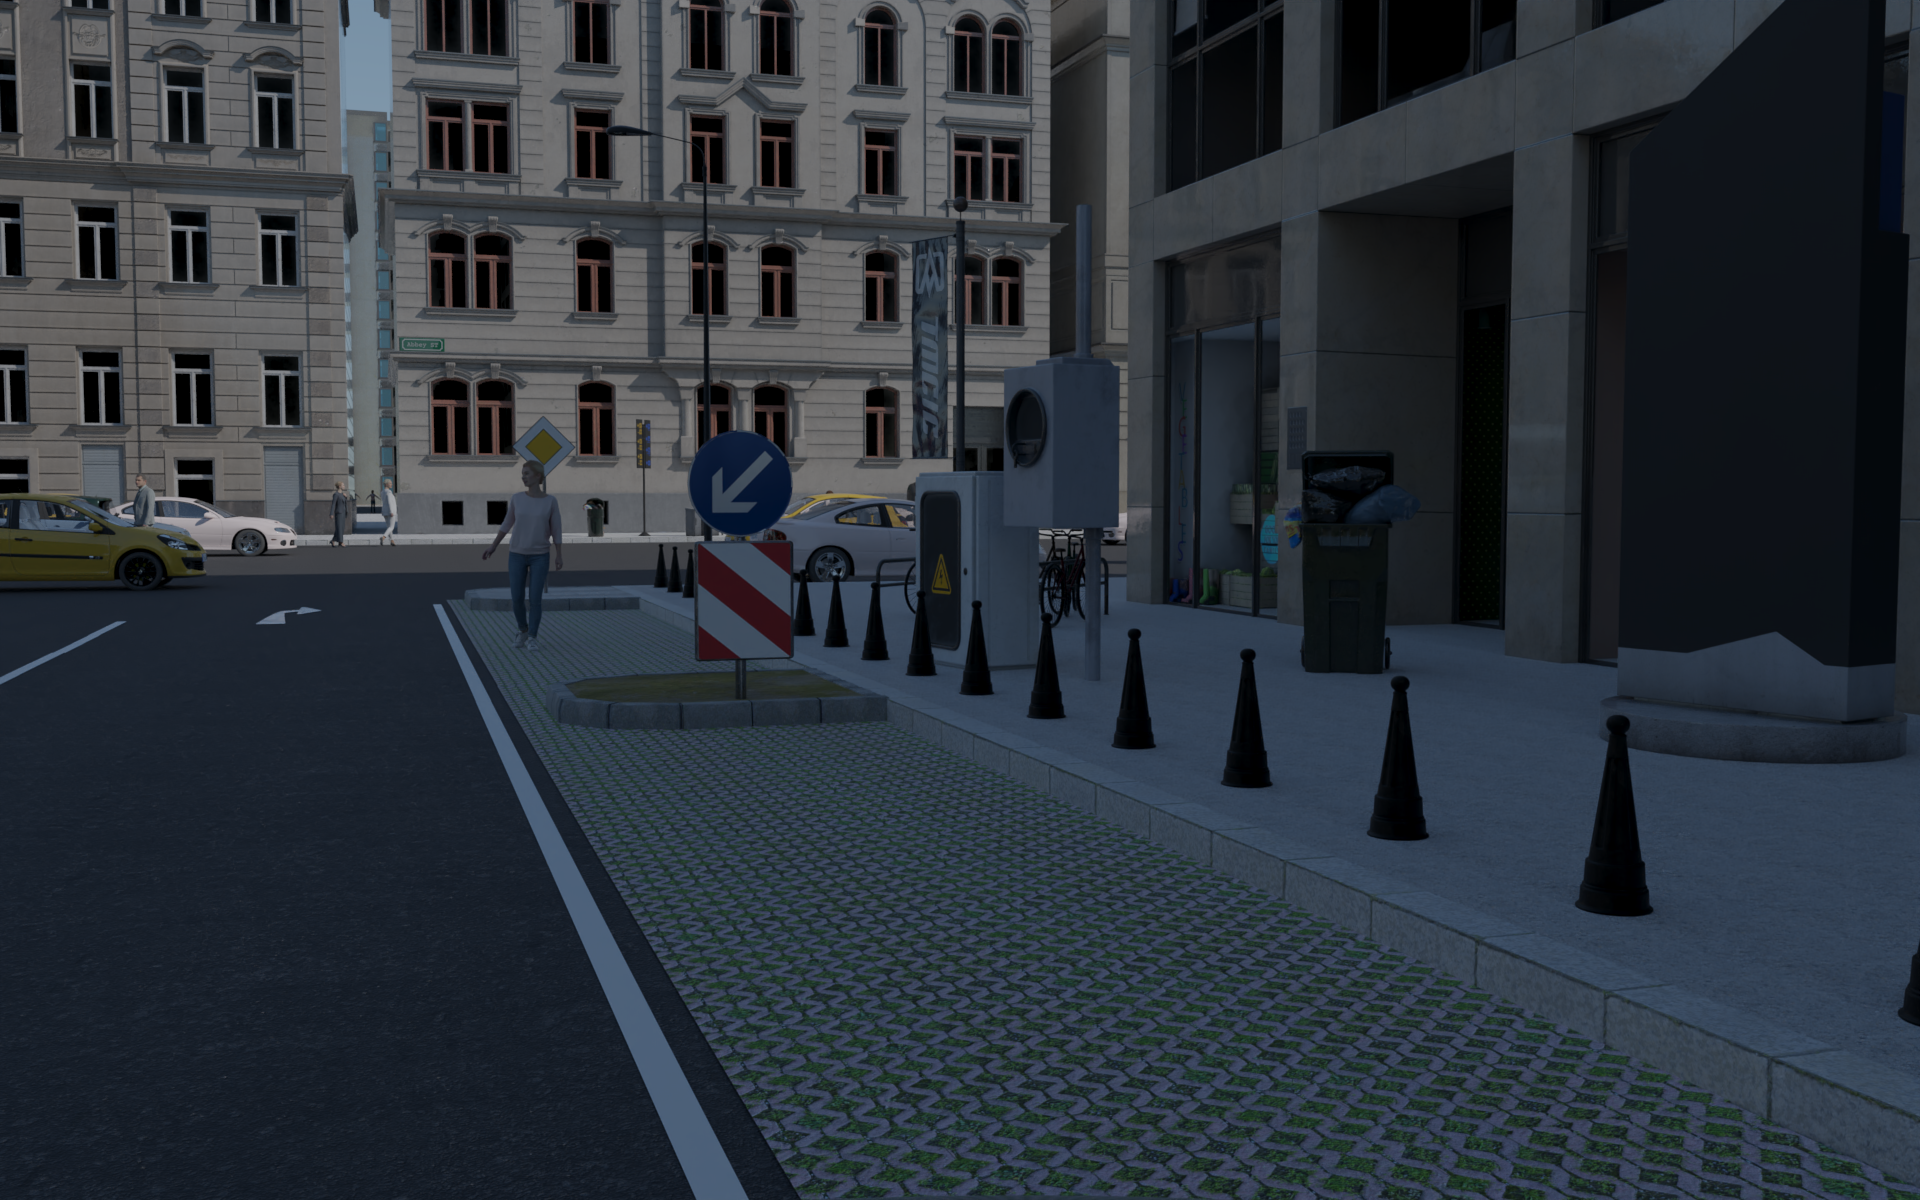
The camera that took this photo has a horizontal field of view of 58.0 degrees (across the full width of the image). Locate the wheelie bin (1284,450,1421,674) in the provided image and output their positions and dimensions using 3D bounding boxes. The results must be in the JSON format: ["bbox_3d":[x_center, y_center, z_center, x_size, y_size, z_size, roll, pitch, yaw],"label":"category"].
[{"bbox_3d":[2.826,-0.283,12.542,0.980,1.594,0.693,1,4,15],"label":"wheelie bin"}]

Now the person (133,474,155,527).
[{"bbox_3d":[-15.197,-1.446,32.244,0.635,1.810,0.391,2,4,35],"label":"person"}]

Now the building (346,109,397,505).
[{"bbox_3d":[-83.061,-36.187,211.269,30.456,49.044,23.786,-1,4,-18],"label":"building"}]

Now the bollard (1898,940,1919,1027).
[{"bbox_3d":[2.413,0.724,4.198,0.229,0.601,0.229,0,3,0],"label":"bollard"}]

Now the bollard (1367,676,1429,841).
[{"bbox_3d":[1.647,0.584,6.495,0.229,0.601,0.229,0,3,0],"label":"bollard"}]

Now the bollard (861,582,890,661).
[{"bbox_3d":[-0.657,0.160,13.421,0.229,0.601,0.229,0,3,0],"label":"bollard"}]

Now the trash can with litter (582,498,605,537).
[{"bbox_3d":[-10.967,-2.482,51.961,0.624,1.170,1.055,0,4,-7],"label":"trash can with litter"}]

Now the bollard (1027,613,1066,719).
[{"bbox_3d":[0.497,0.372,9.953,0.229,0.601,0.229,0,3,0],"label":"bollard"}]

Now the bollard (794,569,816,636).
[{"bbox_3d":[-1.419,0.020,15.714,0.229,0.601,0.229,0,3,0],"label":"bollard"}]

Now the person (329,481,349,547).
[{"bbox_3d":[-16.709,-2.299,46.509,0.534,1.772,0.576,-1,4,-15],"label":"person"}]

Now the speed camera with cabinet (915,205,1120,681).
[{"bbox_3d":[0.364,-1.110,12.480,0.660,3.252,2.038,-2,4,-28],"label":"speed camera with cabinet"}]

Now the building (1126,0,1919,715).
[{"bbox_3d":[16.464,-12.377,6.884,19.350,26.468,34.151,-1,4,-18],"label":"building"}]

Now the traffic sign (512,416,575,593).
[{"bbox_3d":[-5.368,-1.146,22.375,0.795,2.450,0.064,-1,4,-18],"label":"traffic sign"}]

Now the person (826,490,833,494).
[{"bbox_3d":[-3.393,-2.045,44.399,0.387,1.526,0.523,2,4,29],"label":"person"}]

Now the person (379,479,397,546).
[{"bbox_3d":[-15.609,-2.372,47.167,0.514,1.842,0.818,1,4,23],"label":"person"}]

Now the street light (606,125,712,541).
[{"bbox_3d":[-3.781,-3.034,22.155,1.470,5.913,1.316,-1,4,-18],"label":"street light"}]

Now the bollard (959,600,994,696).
[{"bbox_3d":[0.107,0.301,11.114,0.229,0.601,0.229,0,3,0],"label":"bollard"}]

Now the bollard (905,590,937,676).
[{"bbox_3d":[-0.274,0.230,12.276,0.229,0.601,0.229,0,3,0],"label":"bollard"}]

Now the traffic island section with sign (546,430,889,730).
[{"bbox_3d":[-1.695,-0.173,11.455,1.989,1.847,2.006,-1,4,-18],"label":"traffic island section with sign"}]

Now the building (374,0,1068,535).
[{"bbox_3d":[-9.208,-16.879,63.365,23.554,28.519,14.401,-1,4,-18],"label":"building"}]

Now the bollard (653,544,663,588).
[{"bbox_3d":[-4.100,-0.473,23.773,0.229,0.601,0.229,0,3,0],"label":"bollard"}]

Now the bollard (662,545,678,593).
[{"bbox_3d":[-3.719,-0.402,22.615,0.229,0.601,0.229,0,3,0],"label":"bollard"}]

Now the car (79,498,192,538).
[{"bbox_3d":[-17.386,-1.329,33.726,4.499,1.417,2.014,-1,4,-17],"label":"car"}]

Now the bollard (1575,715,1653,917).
[{"bbox_3d":[2.026,0.654,5.349,0.229,0.601,0.229,0,3,0],"label":"bollard"}]

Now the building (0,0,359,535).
[{"bbox_3d":[-32.399,-15.772,55.129,25.104,27.353,12.463,-1,4,-18],"label":"building"}]

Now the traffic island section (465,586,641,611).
[{"bbox_3d":[-5.348,-0.011,22.459,2.009,0.180,2.903,-1,4,-18],"label":"traffic island section"}]

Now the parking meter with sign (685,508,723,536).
[{"bbox_3d":[-7.759,-3.473,53.045,0.543,3.016,1.738,2,4,26],"label":"parking meter with sign"}]

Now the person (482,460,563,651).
[{"bbox_3d":[-4.004,-0.410,15.872,0.731,1.740,0.598,-1,4,-10],"label":"person"}]

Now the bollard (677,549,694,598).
[{"bbox_3d":[-3.335,-0.331,21.458,0.229,0.601,0.229,0,3,0],"label":"bollard"}]

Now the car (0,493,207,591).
[{"bbox_3d":[-13.495,-0.966,26.022,3.980,1.641,2.015,-1,4,-17],"label":"car"}]

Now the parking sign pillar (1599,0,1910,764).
[{"bbox_3d":[4.069,-1.245,8.827,1.447,3.967,1.447,-2,4,-32],"label":"parking sign pillar"}]

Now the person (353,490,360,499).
[{"bbox_3d":[-60.355,-10.028,172.461,1.348,1.824,0.705,0,4,-4],"label":"person"}]

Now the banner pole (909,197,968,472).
[{"bbox_3d":[-0.151,-1.520,14.866,0.401,3.779,0.863,-3,5,-42],"label":"banner pole"}]

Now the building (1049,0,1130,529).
[{"bbox_3d":[16.414,-14.660,72.975,30.059,22.955,16.112,-1,4,-18],"label":"building"}]

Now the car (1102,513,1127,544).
[{"bbox_3d":[5.976,-2.263,49.362,4.827,1.381,2.083,-1,4,-20],"label":"car"}]

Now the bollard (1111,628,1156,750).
[{"bbox_3d":[0.883,0.444,8.786,0.229,0.601,0.229,0,3,0],"label":"bollard"}]

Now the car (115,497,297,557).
[{"bbox_3d":[-17.929,-1.696,40.084,4.827,1.381,2.083,-1,4,-17],"label":"car"}]

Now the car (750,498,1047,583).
[{"bbox_3d":[-0.972,-0.933,27.620,4.827,1.381,2.083,-1,4,-17],"label":"car"}]

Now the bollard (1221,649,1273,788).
[{"bbox_3d":[1.268,0.514,7.641,0.229,0.601,0.229,0,3,0],"label":"bollard"}]

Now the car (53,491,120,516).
[{"bbox_3d":[-19.314,-1.579,35.598,4.222,1.686,2.009,-1,4,-20],"label":"car"}]

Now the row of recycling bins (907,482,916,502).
[{"bbox_3d":[-1.150,-3.073,57.354,1.069,1.692,3.534,0,4,4],"label":"row of recycling bins"}]

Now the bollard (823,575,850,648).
[{"bbox_3d":[-1.040,0.090,14.566,0.229,0.601,0.229,0,3,0],"label":"bollard"}]

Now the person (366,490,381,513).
[{"bbox_3d":[-43.939,-7.371,129.732,1.217,1.736,0.721,-3,5,-45],"label":"person"}]

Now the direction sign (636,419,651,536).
[{"bbox_3d":[-9.622,-3.714,52.723,0.379,3.537,0.876,1,4,17],"label":"direction sign"}]

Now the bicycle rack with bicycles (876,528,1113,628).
[{"bbox_3d":[0.553,-0.290,18.116,2.852,0.926,2.925,2,4,30],"label":"bicycle rack with bicycles"}]

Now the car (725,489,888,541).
[{"bbox_3d":[-3.069,-1.662,37.393,3.980,1.641,2.015,-1,4,-19],"label":"car"}]
